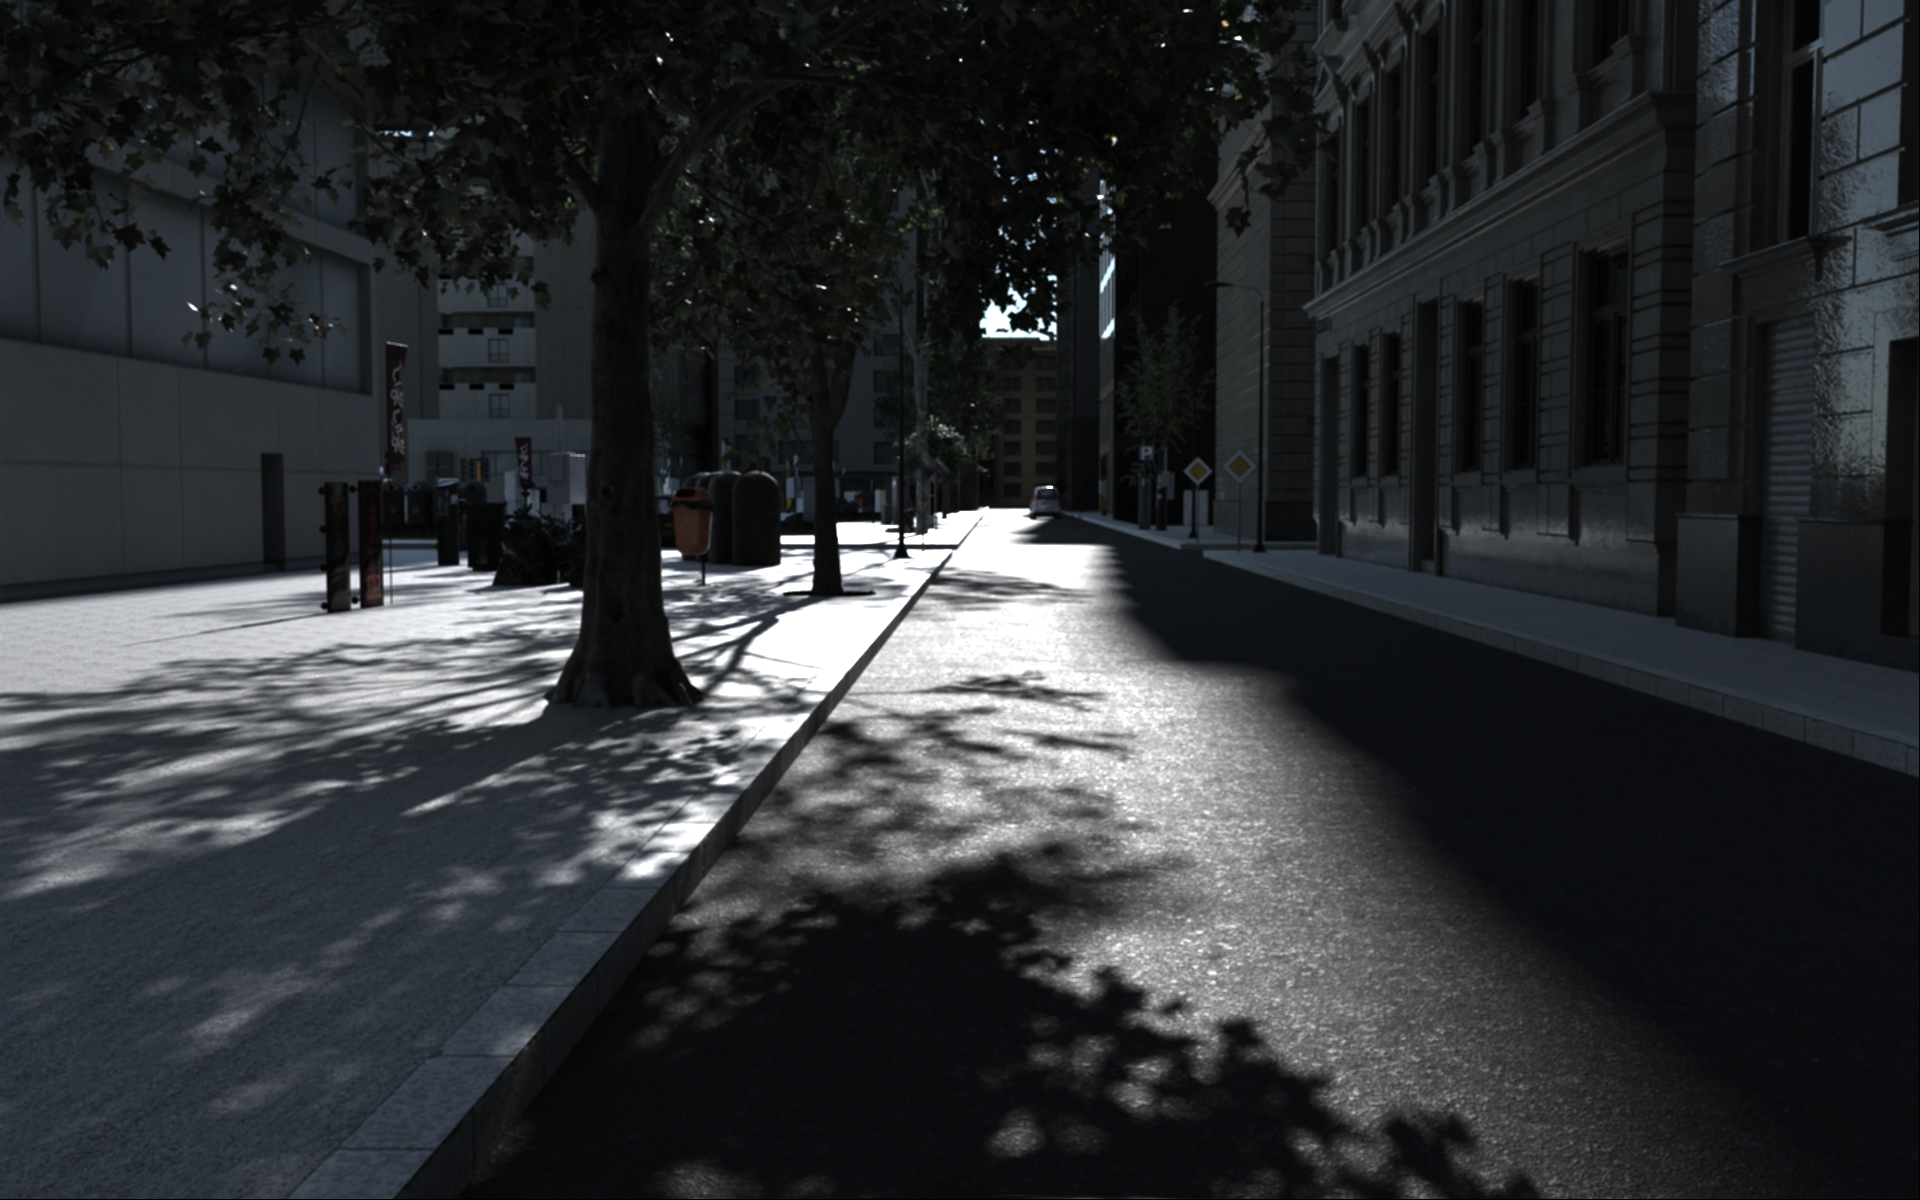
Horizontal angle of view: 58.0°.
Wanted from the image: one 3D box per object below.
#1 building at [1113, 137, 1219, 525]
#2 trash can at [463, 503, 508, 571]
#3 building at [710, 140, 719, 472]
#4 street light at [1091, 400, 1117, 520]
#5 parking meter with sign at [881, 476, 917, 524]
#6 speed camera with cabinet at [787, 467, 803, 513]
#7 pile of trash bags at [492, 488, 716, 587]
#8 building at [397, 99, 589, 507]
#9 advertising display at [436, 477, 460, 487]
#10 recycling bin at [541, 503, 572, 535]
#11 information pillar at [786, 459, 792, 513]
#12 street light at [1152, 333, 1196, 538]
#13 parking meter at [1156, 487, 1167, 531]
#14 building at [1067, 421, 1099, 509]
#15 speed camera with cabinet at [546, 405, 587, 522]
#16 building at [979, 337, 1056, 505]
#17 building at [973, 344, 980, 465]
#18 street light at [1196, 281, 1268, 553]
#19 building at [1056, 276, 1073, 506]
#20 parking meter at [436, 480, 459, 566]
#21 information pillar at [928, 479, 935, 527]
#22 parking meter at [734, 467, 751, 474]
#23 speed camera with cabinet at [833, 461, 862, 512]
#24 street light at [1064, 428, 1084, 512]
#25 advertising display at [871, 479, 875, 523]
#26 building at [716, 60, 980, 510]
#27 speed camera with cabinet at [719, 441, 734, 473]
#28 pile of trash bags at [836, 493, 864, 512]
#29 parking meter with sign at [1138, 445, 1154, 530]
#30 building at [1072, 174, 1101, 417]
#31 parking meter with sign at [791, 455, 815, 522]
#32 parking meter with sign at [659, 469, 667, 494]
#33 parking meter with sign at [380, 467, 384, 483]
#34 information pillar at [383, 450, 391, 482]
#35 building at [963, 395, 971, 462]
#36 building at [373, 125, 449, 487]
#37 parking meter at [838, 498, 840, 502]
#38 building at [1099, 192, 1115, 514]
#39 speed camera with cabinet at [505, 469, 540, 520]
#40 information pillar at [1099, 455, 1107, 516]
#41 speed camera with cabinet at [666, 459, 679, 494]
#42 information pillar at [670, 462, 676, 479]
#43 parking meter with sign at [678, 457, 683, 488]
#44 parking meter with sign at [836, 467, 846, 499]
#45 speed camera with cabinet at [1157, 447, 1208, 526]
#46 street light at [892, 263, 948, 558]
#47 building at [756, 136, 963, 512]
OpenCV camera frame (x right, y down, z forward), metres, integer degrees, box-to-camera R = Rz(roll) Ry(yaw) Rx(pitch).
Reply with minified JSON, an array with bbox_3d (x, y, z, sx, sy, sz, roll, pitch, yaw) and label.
[{"bbox_3d":[13.634,-15.185,77.947,12.332,23.373,15.834,0,4,1],"label":"building"},{"bbox_3d":[-7.922,-1.058,28.947,0.748,1.137,0.748,0,3,0],"label":"trash can"},{"bbox_3d":[-19.470,-31.026,190.866,14.086,41.232,14.154,0,4,1],"label":"building"},{"bbox_3d":[7.207,-6.937,85.963,1.470,5.913,1.316,0,4,1],"label":"street light"},{"bbox_3d":[-2.538,-4.746,73.860,1.738,3.016,0.543,-2,4,-34],"label":"parking meter with sign"},{"bbox_3d":[-8.780,-6.150,94.886,0.660,3.252,2.038,1,4,22],"label":"speed camera with cabinet"},{"bbox_3d":[-4.954,-0.904,24.532,3.447,1.369,1.912,2,4,25],"label":"pile of trash bags"},{"bbox_3d":[-40.433,-36.334,183.300,27.495,52.752,28.713,0,4,1],"label":"building"},{"bbox_3d":[-19.213,-3.659,65.031,0.123,1.923,0.974,3,5,40],"label":"advertising display"},{"bbox_3d":[-11.805,-2.334,50.722,0.722,1.027,0.722,0,4,5],"label":"recycling bin"},{"bbox_3d":[-11.370,-7.569,115.114,0.183,3.616,0.504,-3,5,-42],"label":"information pillar"},{"bbox_3d":[6.253,-4.751,50.227,1.470,5.913,1.316,0,4,1],"label":"street light"},{"bbox_3d":[7.045,-3.187,60.516,0.372,1.533,0.369,0,3,0],"label":"parking meter"},{"bbox_3d":[20.362,-50.406,136.817,22.319,86.520,31.000,0,4,1],"label":"building"},{"bbox_3d":[-8.192,-2.695,38.400,2.038,3.252,0.660,2,4,27],"label":"speed camera with cabinet"},{"bbox_3d":[-1.186,-22.848,218.605,28.899,21.520,27.650,0,4,1],"label":"building"},{"bbox_3d":[-4.976,-33.006,189.751,14.200,45.320,14.600,0,4,1],"label":"building"},{"bbox_3d":[6.058,-4.003,37.986,1.470,5.913,1.316,0,4,1],"label":"street light"},{"bbox_3d":[17.487,-30.922,189.170,14.154,41.232,14.086,0,4,1],"label":"building"},{"bbox_3d":[-9.221,-1.393,31.191,0.372,1.533,0.369,0,3,0],"label":"parking meter"},{"bbox_3d":[-1.185,-3.819,66.929,0.304,2.012,0.304,3,4,38],"label":"information pillar"},{"bbox_3d":[-4.680,-1.952,37.619,0.399,1.863,0.255,-2,4,-30],"label":"parking meter"},{"bbox_3d":[-6.895,-6.669,103.372,2.038,3.252,0.660,-1,4,-16],"label":"speed camera with cabinet"},{"bbox_3d":[7.970,-9.087,121.109,1.470,5.913,1.316,0,4,1],"label":"street light"},{"bbox_3d":[-3.837,-4.354,76.408,0.123,1.923,0.974,0,4,-6],"label":"advertising display"},{"bbox_3d":[-8.648,-43.232,145.094,20.563,71.187,20.611,0,4,1],"label":"building"},{"bbox_3d":[-8.808,-4.282,64.352,0.660,3.252,2.038,1,4,10],"label":"speed camera with cabinet"},{"bbox_3d":[-6.415,-5.351,97.249,1.912,1.369,3.447,2,4,26],"label":"pile of trash bags"},{"bbox_3d":[6.739,-4.078,62.943,0.543,3.016,1.738,0,4,5],"label":"parking meter with sign"},{"bbox_3d":[21.441,-38.253,167.436,21.231,58.520,28.212,0,4,1],"label":"building"},{"bbox_3d":[-6.526,-4.893,76.254,1.738,3.016,0.543,1,4,22],"label":"parking meter with sign"},{"bbox_3d":[-19.972,-7.461,118.246,0.543,3.016,1.738,-2,4,-30],"label":"parking meter with sign"},{"bbox_3d":[-36.431,-6.998,110.672,0.543,3.016,1.738,1,4,22],"label":"parking meter with sign"},{"bbox_3d":[-30.636,-6.198,92.696,0.183,3.616,0.504,2,4,25],"label":"information pillar"},{"bbox_3d":[-6.043,-23.970,163.608,14.160,30.474,14.107,0,4,1],"label":"building"},{"bbox_3d":[-62.048,-31.079,191.731,14.086,41.232,14.154,0,4,1],"label":"building"},{"bbox_3d":[-8.405,-6.886,118.292,0.399,1.863,0.255,-1,4,-13],"label":"parking meter"},{"bbox_3d":[18.951,-18.275,103.315,19.350,26.468,34.151,0,4,1],"label":"building"},{"bbox_3d":[-16.963,-4.506,68.007,0.660,3.252,2.038,2,4,28],"label":"speed camera with cabinet"},{"bbox_3d":[8.526,-6.839,103.167,0.504,3.616,0.183,-2,4,-30],"label":"information pillar"},{"bbox_3d":[-15.670,-6.230,96.193,0.660,3.252,2.038,-2,4,-34],"label":"speed camera with cabinet"},{"bbox_3d":[-20.241,-7.992,122.027,0.504,3.616,0.183,1,4,10],"label":"information pillar"},{"bbox_3d":[-12.197,-5.158,80.600,1.738,3.016,0.543,0,4,5],"label":"parking meter with sign"},{"bbox_3d":[-8.319,-7.107,112.466,1.738,3.016,0.543,2,4,24],"label":"parking meter with sign"},{"bbox_3d":[9.044,-4.644,70.272,2.038,3.252,0.660,1,4,10],"label":"speed camera with cabinet"},{"bbox_3d":[-0.642,-3.811,34.843,1.470,5.913,1.316,0,4,1],"label":"street light"},{"bbox_3d":[-7.199,-21.833,128.676,14.160,30.474,14.107,0,4,1],"label":"building"}]
